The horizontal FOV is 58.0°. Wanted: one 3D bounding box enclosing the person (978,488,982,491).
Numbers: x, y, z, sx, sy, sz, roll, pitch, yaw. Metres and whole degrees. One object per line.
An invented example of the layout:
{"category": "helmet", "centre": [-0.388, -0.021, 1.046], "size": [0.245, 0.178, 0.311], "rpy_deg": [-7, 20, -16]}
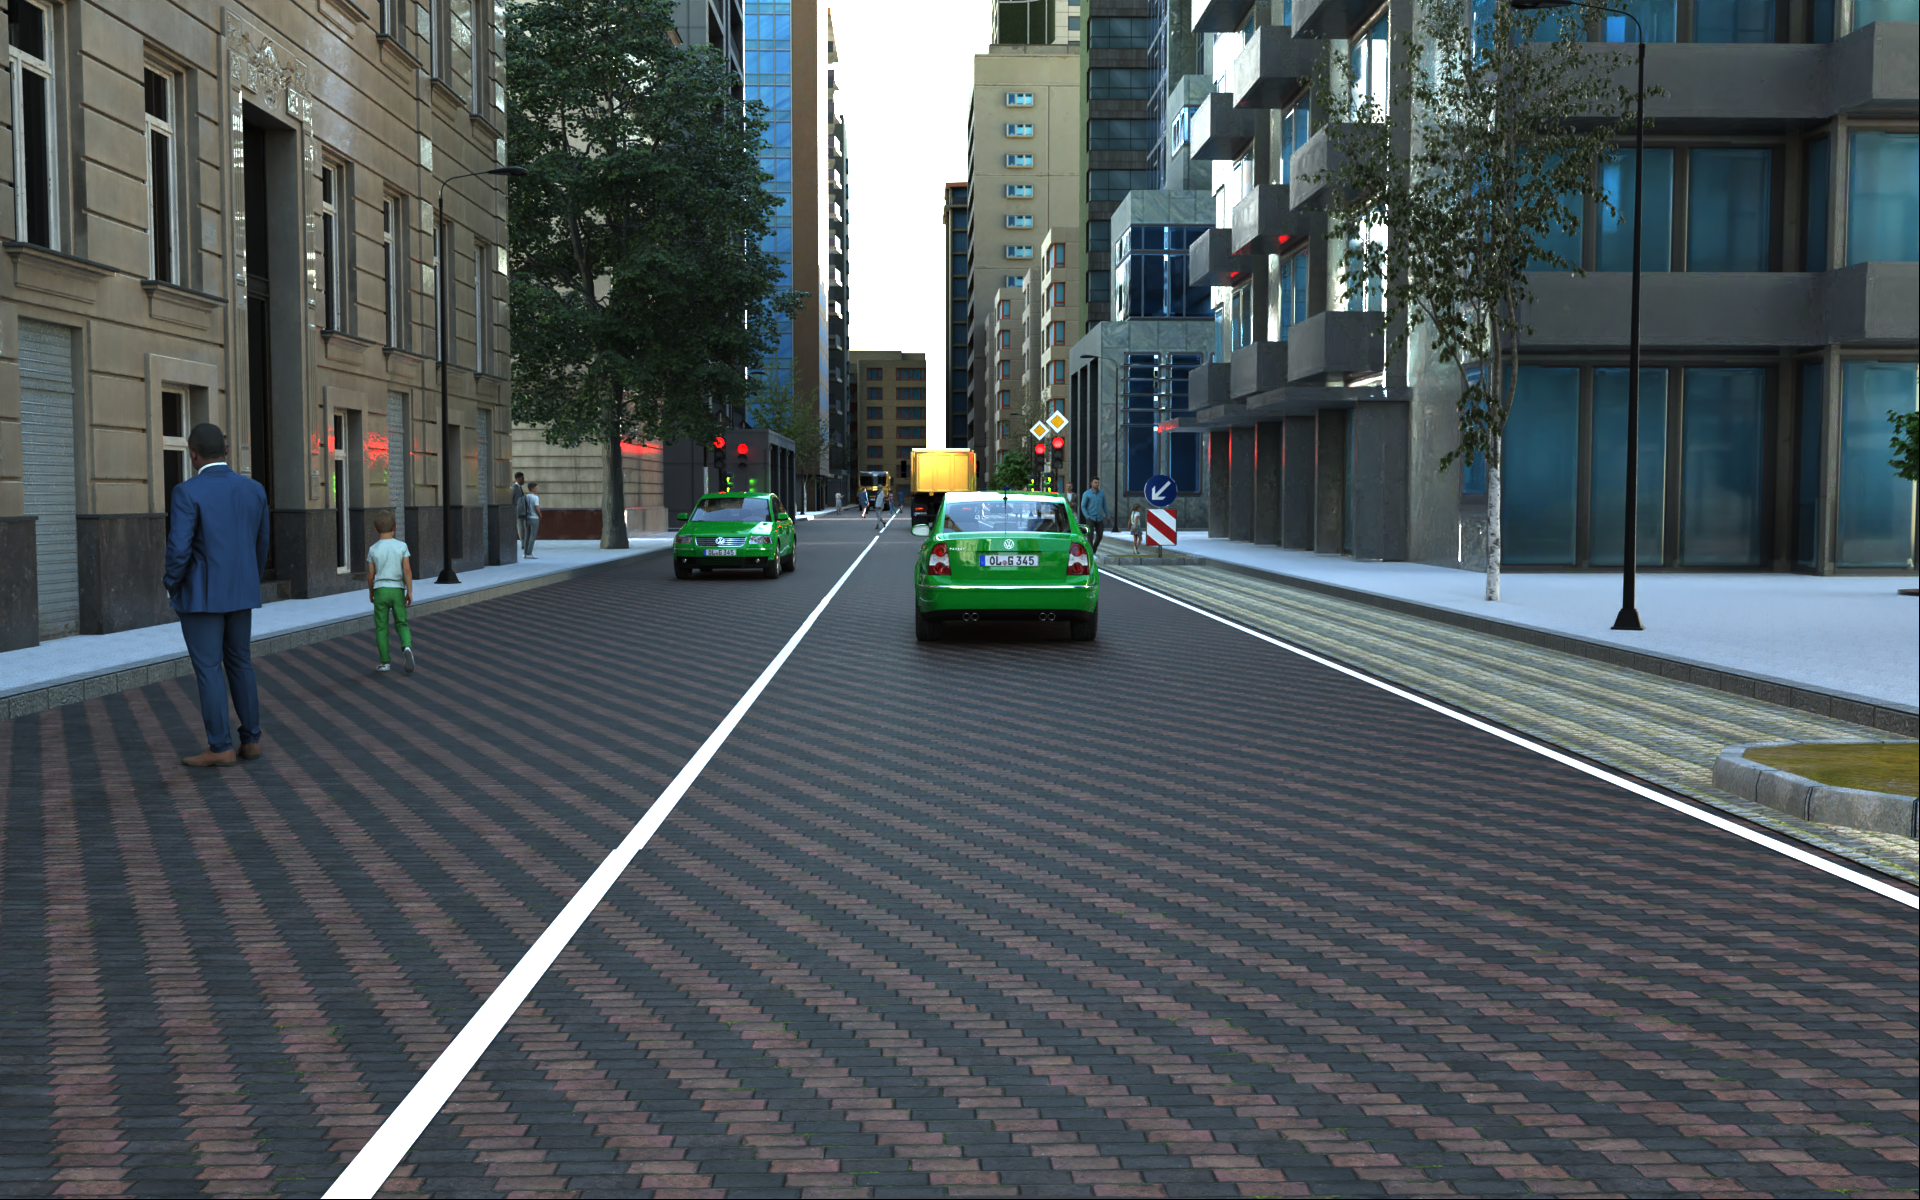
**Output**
{"category": "person", "centre": [1.005, -5.180, 93.787], "size": [0.643, 1.750, 0.593], "rpy_deg": [1, 4, 19]}

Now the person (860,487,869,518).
{"category": "person", "centre": [-5.697, -5.724, 102.112], "size": [0.581, 1.822, 0.654], "rpy_deg": [2, 4, 31]}

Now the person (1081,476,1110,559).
{"category": "person", "centre": [2.958, -1.818, 38.246], "size": [0.660, 1.820, 0.620], "rpy_deg": [-2, 4, -31]}

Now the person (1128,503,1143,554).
{"category": "person", "centre": [4.139, -1.702, 41.340], "size": [0.382, 1.210, 0.505], "rpy_deg": [-2, 4, -34]}

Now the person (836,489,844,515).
{"category": "person", "centre": [-8.411, -6.835, 120.828], "size": [0.480, 1.755, 0.524], "rpy_deg": [1, 4, 23]}

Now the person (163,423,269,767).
{"category": "person", "centre": [-3.909, -0.029, 9.164], "size": [0.419, 1.800, 0.721], "rpy_deg": [1, 4, 21]}

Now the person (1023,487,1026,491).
{"category": "person", "centre": [4.086, -6.401, 111.448], "size": [0.760, 1.731, 0.466], "rpy_deg": [-1, 4, -21]}

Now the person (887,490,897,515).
{"category": "person", "centre": [-4.674, -6.677, 118.502], "size": [0.643, 1.720, 0.563], "rpy_deg": [1, 4, 18]}

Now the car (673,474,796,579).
{"category": "car", "centre": [-3.951, -1.343, 30.762], "size": [1.959, 1.807, 4.718], "rpy_deg": [0, 3, 0]}

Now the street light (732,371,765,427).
{"category": "street light", "centre": [-8.052, -5.687, 65.528], "size": [1.470, 5.913, 1.316], "rpy_deg": [0, 4, -2]}

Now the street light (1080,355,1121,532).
{"category": "street light", "centre": [4.692, -5.216, 57.830], "size": [1.470, 5.913, 1.316], "rpy_deg": [0, 4, -2]}

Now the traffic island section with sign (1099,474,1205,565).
{"category": "traffic island section with sign", "centre": [3.897, -1.641, 35.458], "size": [1.989, 1.847, 2.006], "rpy_deg": [0, 4, -2]}

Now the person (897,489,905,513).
{"category": "person", "centre": [-4.541, -7.581, 132.479], "size": [0.581, 1.822, 0.654], "rpy_deg": [0, 4, 6]}

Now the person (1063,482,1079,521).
{"category": "person", "centre": [2.939, -2.290, 46.485], "size": [0.519, 1.759, 0.362], "rpy_deg": [0, 4, 1]}

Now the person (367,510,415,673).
{"category": "person", "centre": [-4.554, -0.069, 13.873], "size": [0.306, 1.304, 0.590], "rpy_deg": [-3, 4, -37]}

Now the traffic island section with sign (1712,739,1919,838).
{"category": "traffic island section with sign", "centre": [4.666, 0.040, 7.975], "size": [1.989, 1.847, 2.006], "rpy_deg": [0, 4, -2]}

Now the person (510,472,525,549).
{"category": "person", "centre": [-10.332, -2.085, 40.405], "size": [0.850, 1.792, 0.678], "rpy_deg": [0, 4, 6]}

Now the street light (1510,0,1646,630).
{"category": "street light", "centre": [5.810, -2.675, 16.273], "size": [1.470, 5.913, 1.316], "rpy_deg": [0, 4, -2]}

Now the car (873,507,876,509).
{"category": "car", "centre": [-7.566, -9.682, 168.524], "size": [2.015, 1.641, 3.980], "rpy_deg": [0, 4, 0]}

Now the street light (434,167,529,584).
{"category": "street light", "centre": [-6.819, -3.191, 24.713], "size": [1.470, 5.913, 1.316], "rpy_deg": [0, 4, -2]}

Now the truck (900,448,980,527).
{"category": "truck", "centre": [-0.768, -4.663, 72.168], "size": [3.469, 3.379, 9.791], "rpy_deg": [0, 4, -2]}

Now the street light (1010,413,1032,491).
{"category": "street light", "centre": [3.547, -7.758, 99.387], "size": [1.470, 5.913, 1.316], "rpy_deg": [0, 4, -2]}

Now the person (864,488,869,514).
{"category": "person", "centre": [-6.903, -7.245, 126.313], "size": [0.474, 1.900, 0.648], "rpy_deg": [1, 4, 13]}

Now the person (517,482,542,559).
{"category": "person", "centre": [-8.559, -1.577, 34.427], "size": [0.503, 1.515, 0.523], "rpy_deg": [0, 4, -2]}

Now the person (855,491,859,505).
{"category": "person", "centre": [-12.550, -12.523, 211.739], "size": [0.436, 1.711, 0.756], "rpy_deg": [-1, 4, -12]}

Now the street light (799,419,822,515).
{"category": "street light", "centre": [-9.284, -8.275, 107.829], "size": [1.470, 5.913, 1.316], "rpy_deg": [0, 4, -2]}

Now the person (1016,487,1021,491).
{"category": "person", "centre": [2.564, -4.087, 76.071], "size": [0.466, 1.731, 0.760], "rpy_deg": [0, 4, 7]}

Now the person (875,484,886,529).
{"category": "person", "centre": [-3.280, -3.876, 71.743], "size": [0.514, 1.842, 0.818], "rpy_deg": [3, 5, 40]}

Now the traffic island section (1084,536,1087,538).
{"category": "traffic island section", "centre": [3.261, -2.180, 57.917], "size": [2.009, 0.180, 2.903], "rpy_deg": [0, 4, -2]}

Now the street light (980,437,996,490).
{"category": "street light", "centre": [2.318, -10.300, 140.941], "size": [1.470, 5.913, 1.316], "rpy_deg": [0, 4, -2]}

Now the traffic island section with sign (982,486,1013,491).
{"category": "traffic island section with sign", "centre": [2.348, -5.033, 90.919], "size": [1.989, 1.847, 2.006], "rpy_deg": [0, 4, -2]}

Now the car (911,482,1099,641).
{"category": "car", "centre": [0.445, -0.580, 18.272], "size": [1.959, 1.807, 4.718], "rpy_deg": [0, 4, 0]}
